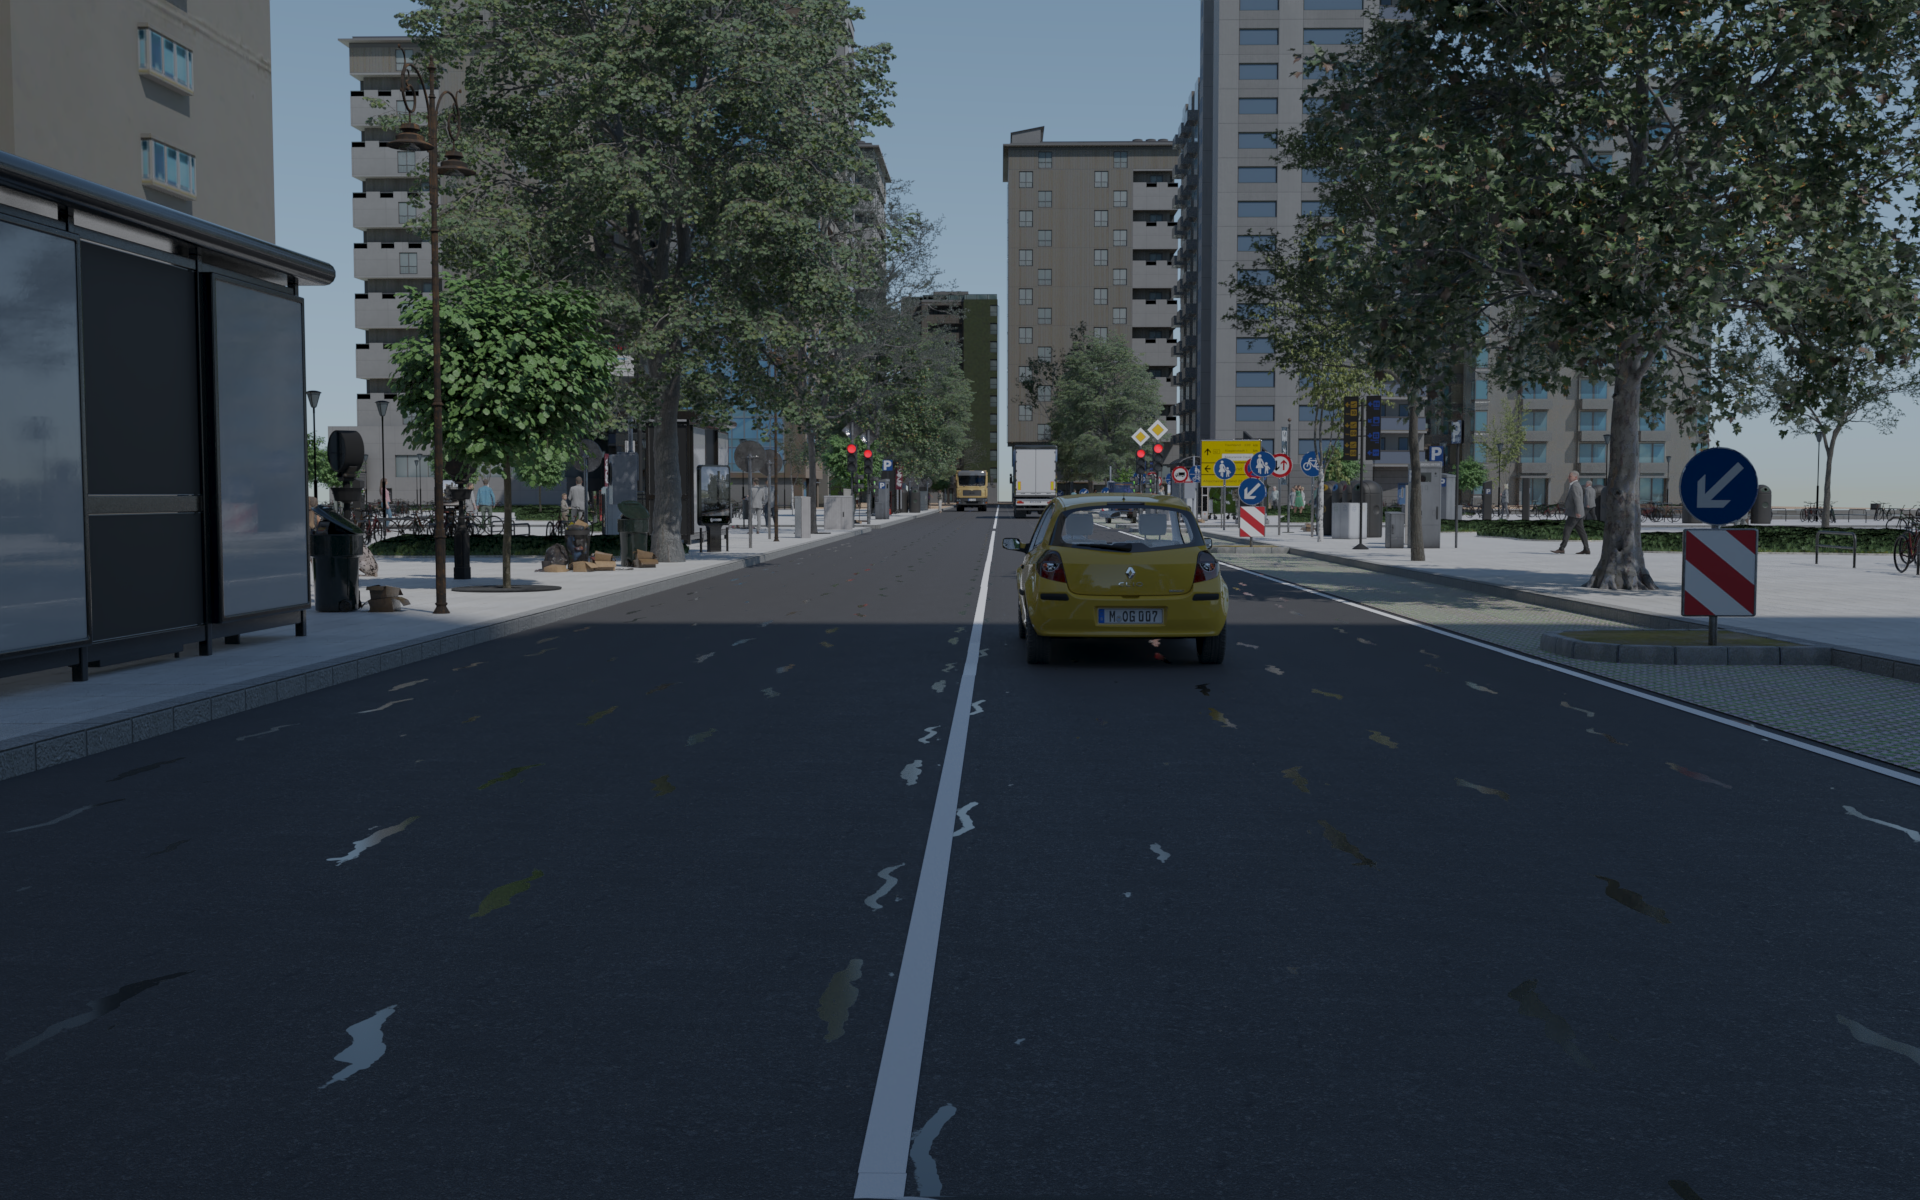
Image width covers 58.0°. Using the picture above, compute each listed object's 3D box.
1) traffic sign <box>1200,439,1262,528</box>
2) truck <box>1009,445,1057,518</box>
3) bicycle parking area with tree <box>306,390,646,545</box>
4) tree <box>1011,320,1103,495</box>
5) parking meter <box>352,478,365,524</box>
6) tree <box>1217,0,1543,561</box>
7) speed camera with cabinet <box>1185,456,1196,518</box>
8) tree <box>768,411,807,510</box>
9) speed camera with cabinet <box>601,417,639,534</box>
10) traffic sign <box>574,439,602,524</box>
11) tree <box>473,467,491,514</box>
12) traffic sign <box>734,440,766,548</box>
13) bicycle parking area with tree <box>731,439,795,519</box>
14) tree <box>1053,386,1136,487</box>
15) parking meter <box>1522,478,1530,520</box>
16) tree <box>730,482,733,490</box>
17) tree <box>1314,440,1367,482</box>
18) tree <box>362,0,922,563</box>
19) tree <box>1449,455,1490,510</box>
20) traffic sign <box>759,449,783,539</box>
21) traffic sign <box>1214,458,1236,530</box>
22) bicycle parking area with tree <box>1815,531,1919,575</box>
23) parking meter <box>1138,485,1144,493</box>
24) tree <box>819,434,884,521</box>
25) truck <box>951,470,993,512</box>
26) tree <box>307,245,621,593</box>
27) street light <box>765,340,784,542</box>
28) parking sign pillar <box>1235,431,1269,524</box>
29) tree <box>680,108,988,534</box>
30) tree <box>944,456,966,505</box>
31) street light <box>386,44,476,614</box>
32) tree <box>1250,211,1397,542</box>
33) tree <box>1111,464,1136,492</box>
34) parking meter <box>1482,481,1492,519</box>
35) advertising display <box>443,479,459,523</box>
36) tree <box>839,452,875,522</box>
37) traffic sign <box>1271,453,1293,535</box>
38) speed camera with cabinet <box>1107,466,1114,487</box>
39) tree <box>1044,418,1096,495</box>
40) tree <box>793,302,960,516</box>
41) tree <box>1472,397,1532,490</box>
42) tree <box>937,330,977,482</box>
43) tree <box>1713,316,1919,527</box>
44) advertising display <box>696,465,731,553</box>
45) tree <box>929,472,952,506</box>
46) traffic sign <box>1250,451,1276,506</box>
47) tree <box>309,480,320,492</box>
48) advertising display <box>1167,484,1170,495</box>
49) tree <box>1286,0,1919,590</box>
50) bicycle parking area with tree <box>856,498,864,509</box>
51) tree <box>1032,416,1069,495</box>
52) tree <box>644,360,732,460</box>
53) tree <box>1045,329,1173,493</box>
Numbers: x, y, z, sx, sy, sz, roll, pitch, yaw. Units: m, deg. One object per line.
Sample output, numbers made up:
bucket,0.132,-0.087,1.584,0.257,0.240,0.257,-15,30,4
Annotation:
traffic sign,10.103,-4.330,64.666,2.265,3.308,0.079,0,4,4
truck,4.457,-7.099,104.979,2.839,4.237,11.283,0,4,1
bicycle parking area with tree,-13.380,-3.358,41.909,8.231,4.147,9.016,1,4,17
tree,11.992,-20.529,191.543,12.611,20.169,13.585,0,3,0
parking meter,-21.977,-3.524,63.323,0.399,1.863,0.255,1,4,15
tree,8.448,-6.026,32.945,7.601,10.594,8.767,0,4,-1
speed camera with cabinet,12.097,-5.901,90.815,0.660,3.252,2.038,1,4,11
tree,-13.076,-11.438,137.372,4.360,8.622,3.978,0,3,0
speed camera with cabinet,-7.686,-2.732,39.004,0.660,3.252,2.038,-1,4,-18
traffic sign,-8.721,-2.463,40.380,0.768,2.556,0.104,0,4,4
tree,-29.986,-9.760,109.939,4.737,8.622,4.395,0,3,0
traffic sign,-4.969,-2.500,40.989,0.768,2.556,0.104,0,4,2
bicycle parking area with tree,-13.935,-6.320,90.336,8.231,4.147,9.016,1,4,19
tree,12.384,-13.007,147.076,8.767,10.594,7.601,-3,4,-37
parking meter,20.443,-3.477,62.561,0.255,1.863,0.399,1,4,22
tree,-15.622,-7.337,114.569,1.663,3.219,1.824,0,3,0
tree,22.827,-7.379,104.366,4.285,4.588,4.351,0,3,0
tree,-5.631,-7.683,32.271,9.857,13.997,8.962,0,3,0
tree,42.394,-9.814,144.178,4.285,4.588,4.351,0,3,0
traffic sign,-5.400,-2.993,49.038,0.768,2.556,0.104,0,4,8
traffic sign,9.337,-3.734,61.155,0.768,2.556,0.104,0,4,6
bicycle parking area with tree,18.735,-2.510,28.041,8.231,4.147,9.016,1,4,20
parking meter,12.018,-6.705,115.338,0.399,1.863,0.255,-3,5,-41
tree,-5.116,-6.065,82.880,4.285,4.588,4.351,0,3,0
truck,0.956,-9.068,144.186,3.469,3.379,9.791,0,4,0
tree,-6.077,-2.402,22.979,4.285,4.588,4.351,0,3,0
street light,-4.963,-4.517,46.633,0.468,5.910,1.993,0,4,1
parking sign pillar,12.429,-5.204,73.562,1.447,3.967,1.447,-3,4,-36
tree,-4.728,-8.863,55.285,12.009,13.543,11.850,0,3,0
tree,-1.655,-16.020,212.288,4.360,8.622,3.978,0,3,0
street light,-5.570,-2.791,18.424,0.468,5.910,1.993,0,4,1
tree,9.845,-5.843,45.892,4.737,8.622,4.395,0,3,0
tree,11.566,-7.617,119.135,1.663,3.219,1.824,0,3,0
parking meter,22.845,-4.245,75.109,0.399,1.863,0.255,0,4,-2
advertising display,-22.279,-4.307,75.634,0.974,1.923,0.123,0,4,-3
tree,-4.758,-5.197,79.566,1.663,3.219,1.824,0,3,0
traffic sign,9.916,-3.280,53.735,0.768,2.556,0.104,0,4,5
speed camera with cabinet,11.156,-7.842,122.555,0.660,3.252,2.038,-2,4,-26
tree,13.546,-17.488,211.679,9.928,11.665,9.643,0,3,0
tree,-4.791,-11.148,99.284,9.611,12.733,9.660,0,3,0
tree,40.088,-10.823,127.316,4.737,8.622,4.395,0,3,0
tree,-3.425,-13.633,129.561,9.857,13.997,8.962,0,3,0
tree,29.697,-7.645,59.412,8.767,10.594,7.601,3,5,44
advertising display,-5.437,-2.021,38.259,0.123,1.923,0.974,2,4,35
tree,-2.413,-12.887,194.408,4.285,4.588,4.351,0,3,0
traffic sign,9.017,-3.152,51.640,0.768,2.556,0.104,0,4,4
tree,-57.843,-10.490,134.412,11.467,7.101,20.602,0,3,0
advertising display,13.123,-6.147,105.723,0.974,1.923,0.123,0,4,1
tree,9.017,-6.490,23.117,9.611,12.733,9.660,0,3,0
bicycle parking area with tree,-12.128,-9.648,144.744,8.231,4.147,9.016,1,4,15
tree,14.016,-19.255,225.193,12.009,13.543,11.850,0,3,0
tree,-22.838,-13.861,144.747,7.486,12.596,7.792,0,3,0
tree,11.848,-13.847,133.051,9.857,13.997,8.962,0,3,0
